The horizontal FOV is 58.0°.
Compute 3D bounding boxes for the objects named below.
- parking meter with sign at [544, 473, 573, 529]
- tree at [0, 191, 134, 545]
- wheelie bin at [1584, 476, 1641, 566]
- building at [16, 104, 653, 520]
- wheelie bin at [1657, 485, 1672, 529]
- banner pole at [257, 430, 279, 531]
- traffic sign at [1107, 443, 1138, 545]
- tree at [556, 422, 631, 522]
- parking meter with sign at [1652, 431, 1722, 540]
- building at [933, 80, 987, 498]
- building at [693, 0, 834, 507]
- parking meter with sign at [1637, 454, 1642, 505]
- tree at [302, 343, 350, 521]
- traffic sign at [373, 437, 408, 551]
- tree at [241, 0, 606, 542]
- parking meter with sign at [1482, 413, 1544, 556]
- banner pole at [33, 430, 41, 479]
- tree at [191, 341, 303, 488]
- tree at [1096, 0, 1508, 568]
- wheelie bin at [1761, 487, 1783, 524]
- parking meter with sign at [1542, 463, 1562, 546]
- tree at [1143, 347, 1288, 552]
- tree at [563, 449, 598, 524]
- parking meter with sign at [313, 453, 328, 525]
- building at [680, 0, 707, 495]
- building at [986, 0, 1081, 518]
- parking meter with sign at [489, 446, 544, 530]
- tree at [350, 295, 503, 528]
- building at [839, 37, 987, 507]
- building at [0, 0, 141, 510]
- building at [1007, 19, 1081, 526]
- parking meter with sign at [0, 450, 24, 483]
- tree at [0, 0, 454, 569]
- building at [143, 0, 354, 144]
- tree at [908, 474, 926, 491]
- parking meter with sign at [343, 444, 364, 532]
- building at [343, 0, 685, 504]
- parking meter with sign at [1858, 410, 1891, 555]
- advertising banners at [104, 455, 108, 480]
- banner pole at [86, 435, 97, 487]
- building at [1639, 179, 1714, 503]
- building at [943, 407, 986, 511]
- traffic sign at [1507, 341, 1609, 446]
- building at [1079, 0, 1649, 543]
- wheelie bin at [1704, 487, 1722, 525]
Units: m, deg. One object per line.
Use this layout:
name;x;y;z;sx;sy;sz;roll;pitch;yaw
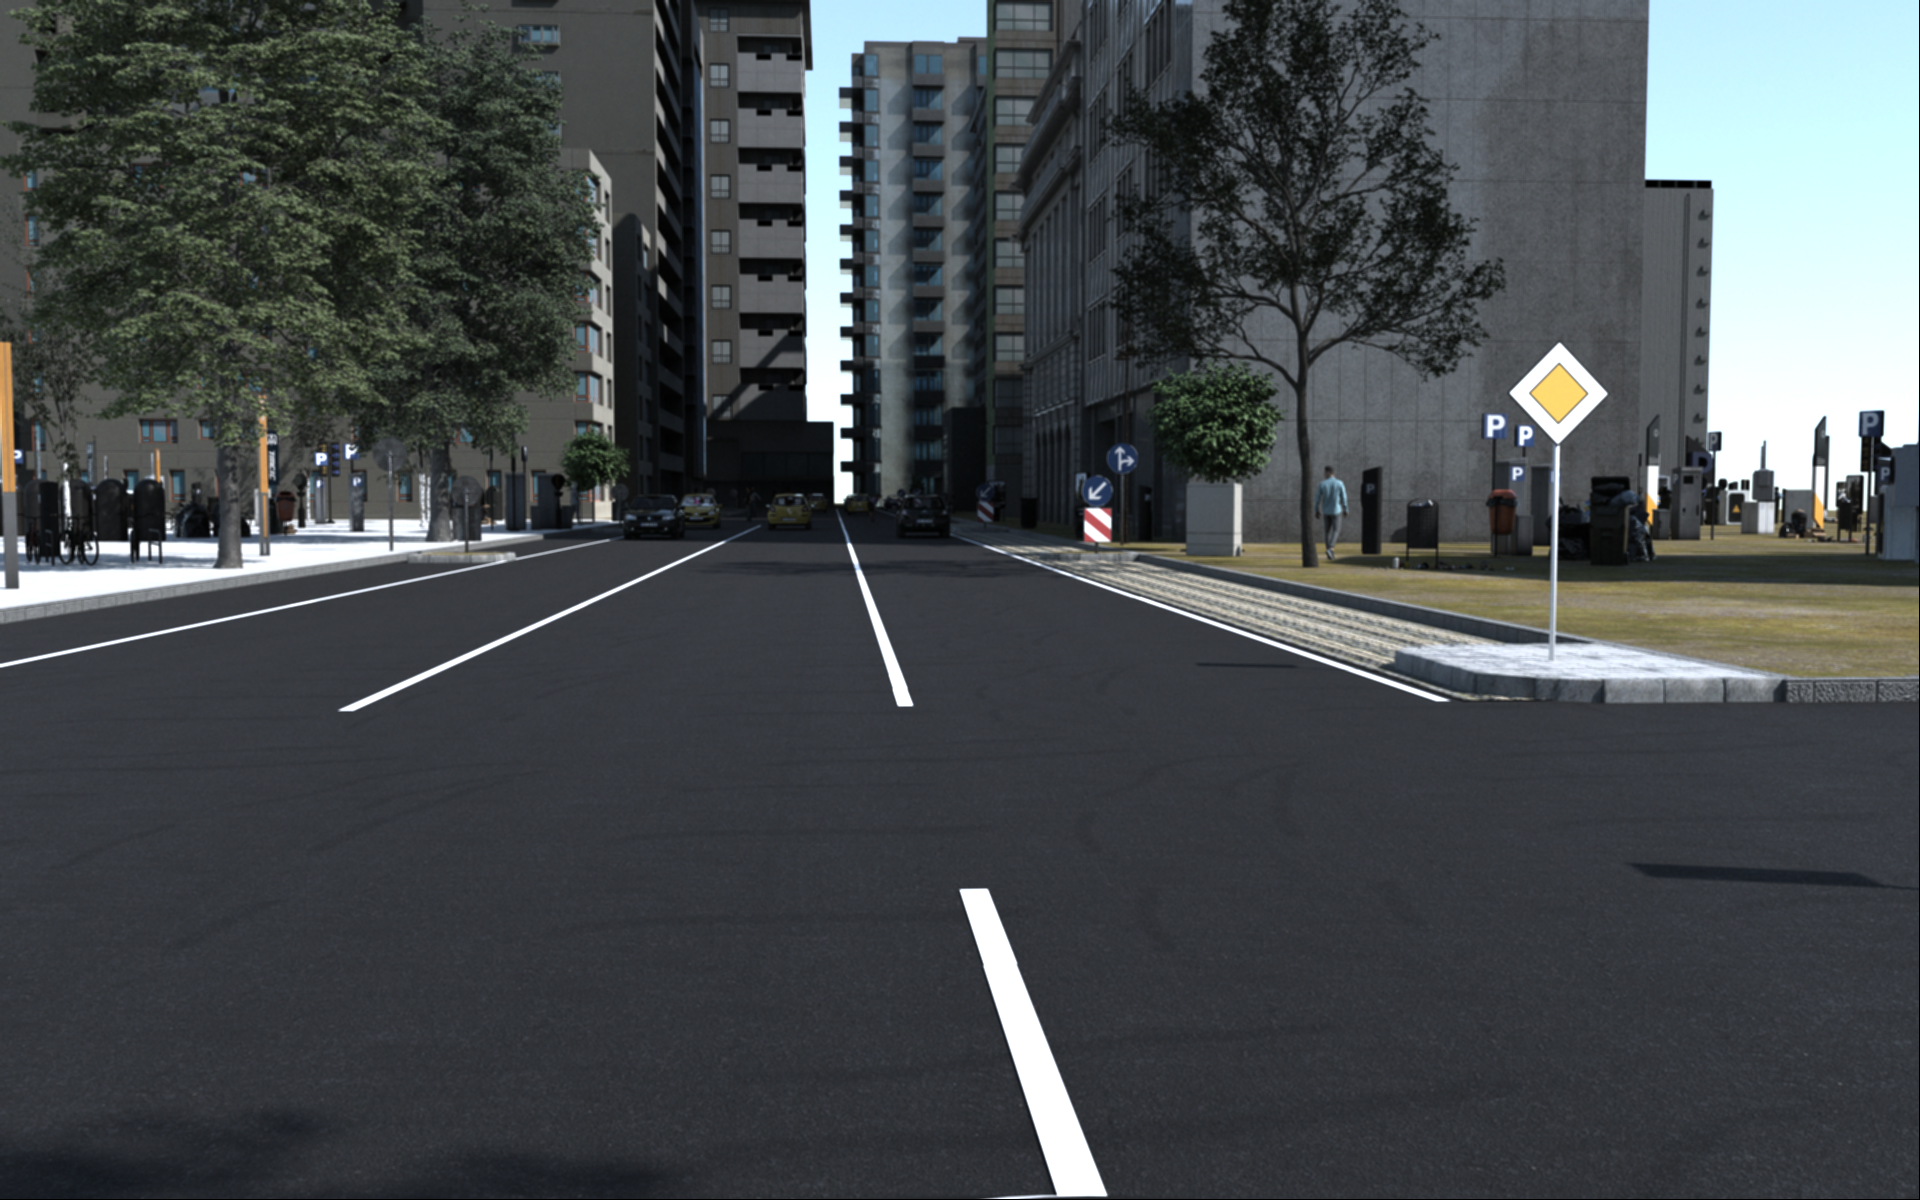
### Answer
parking meter with sign;-15.076;-4.101;63.311;1.738;3.016;0.543;0;4;-4
tree;-21.868;-5.590;41.757;4.360;8.622;3.978;0;3;0
wheelie bin;11.732;-1.425;31.215;0.980;1.594;0.693;2;4;29
building;-33.362;-15.618;100.393;27.650;21.520;28.899;0;4;-4
wheelie bin;25.492;-3.349;62.663;0.693;1.594;0.980;3;4;37
banner pole;-23.946;-4.277;59.938;0.401;3.779;0.863;3;5;42
traffic sign;4.056;-2.642;43.300;0.768;2.556;0.104;0;4;5
tree;-16.780;-5.816;78.808;4.285;4.588;4.351;0;3;0
parking meter with sign;20.249;-3.184;48.318;1.738;3.016;0.543;0;4;-7
building;14.036;-28.141;151.992;32.217;40.220;23.993;0;4;-4
building;-27.305;-36.408;184.512;27.495;52.752;28.713;0;4;-4
parking meter with sign;30.054;-4.785;74.491;1.738;3.016;0.543;1;4;11
tree;-31.238;-8.130;83.282;4.360;8.622;3.978;0;3;0
traffic sign;-12.776;-2.369;38.844;0.768;2.556;0.104;0;4;-4
tree;-13.982;-8.527;46.074;9.857;13.997;8.962;0;3;0
parking meter with sign;11.658;-2.475;36.727;0.543;3.016;1.738;0;4;-6
banner pole;-36.149;-4.764;67.916;0.401;3.779;0.863;-3;5;-44
tree;-32.179;-7.744;76.976;4.360;8.622;3.978;0;3;0
tree;5.812;-5.853;30.115;7.601;10.594;8.767;1;4;15
wheelie bin;35.207;-4.114;75.170;0.980;1.594;0.693;1;4;10
parking meter with sign;14.577;-2.866;43.113;0.543;3.016;1.738;-1;4;-21
tree;5.742;-3.372;38.838;4.285;4.588;4.351;0;3;0
tree;-16.428;-4.884;74.462;1.663;3.219;1.824;0;3;0
parking meter with sign;-27.182;-4.727;73.553;0.543;3.016;1.738;-2;4;-25
building;-30.226;-30.791;153.543;14.200;45.320;14.600;0;4;-4
building;8.381;-25.498;100.481;14.154;41.232;14.086;0;4;-4
parking meter with sign;-15.824;-3.999;61.652;1.738;3.016;0.543;-1;4;-18
tree;-17.149;-6.522;56.999;4.360;8.622;3.978;0;3;0
building;2.418;-34.551;184.524;30.456;49.044;23.786;0;4;-4
building;-78.173;-31.954;146.149;21.600;48.544;21.300;0;4;-4
building;9.918;-14.390;77.084;13.314;21.916;24.055;0;4;-4
parking meter with sign;-36.888;-4.330;67.060;0.543;3.016;1.738;0;4;-4
tree;-12.607;-6.839;29.950;7.486;12.596;7.792;0;3;0
building;-52.155;-32.270;147.228;30.456;49.044;23.786;0;4;-4
tree;-3.919;-10.211;161.552;1.663;3.219;1.824;0;3;0
parking meter with sign;-20.734;-3.860;59.370;0.543;3.016;1.738;-2;4;-26
building;-31.676;-30.658;124.964;21.300;48.544;21.600;0;4;-4
parking meter with sign;19.794;-2.464;36.543;1.738;3.016;0.543;-1;4;-22
advertising banners;-39.168;-5.071;79.105;0.090;3.025;2.074;-3;4;-38
banner pole;-36.768;-5.102;73.434;0.863;3.779;0.401;2;4;33
building;59.797;-23.830;161.318;14.107;30.474;14.160;0;4;-4
building;10.911;-49.495;121.919;22.319;86.520;31.000;0;4;-4
traffic sign;4.579;-0.676;13.248;0.795;2.593;0.064;0;4;-4
building;11.173;-14.463;54.490;12.078;24.808;19.932;0;4;-4
wheelie bin;31.721;-3.966;72.753;0.693;1.594;0.980;-1;4;-21
